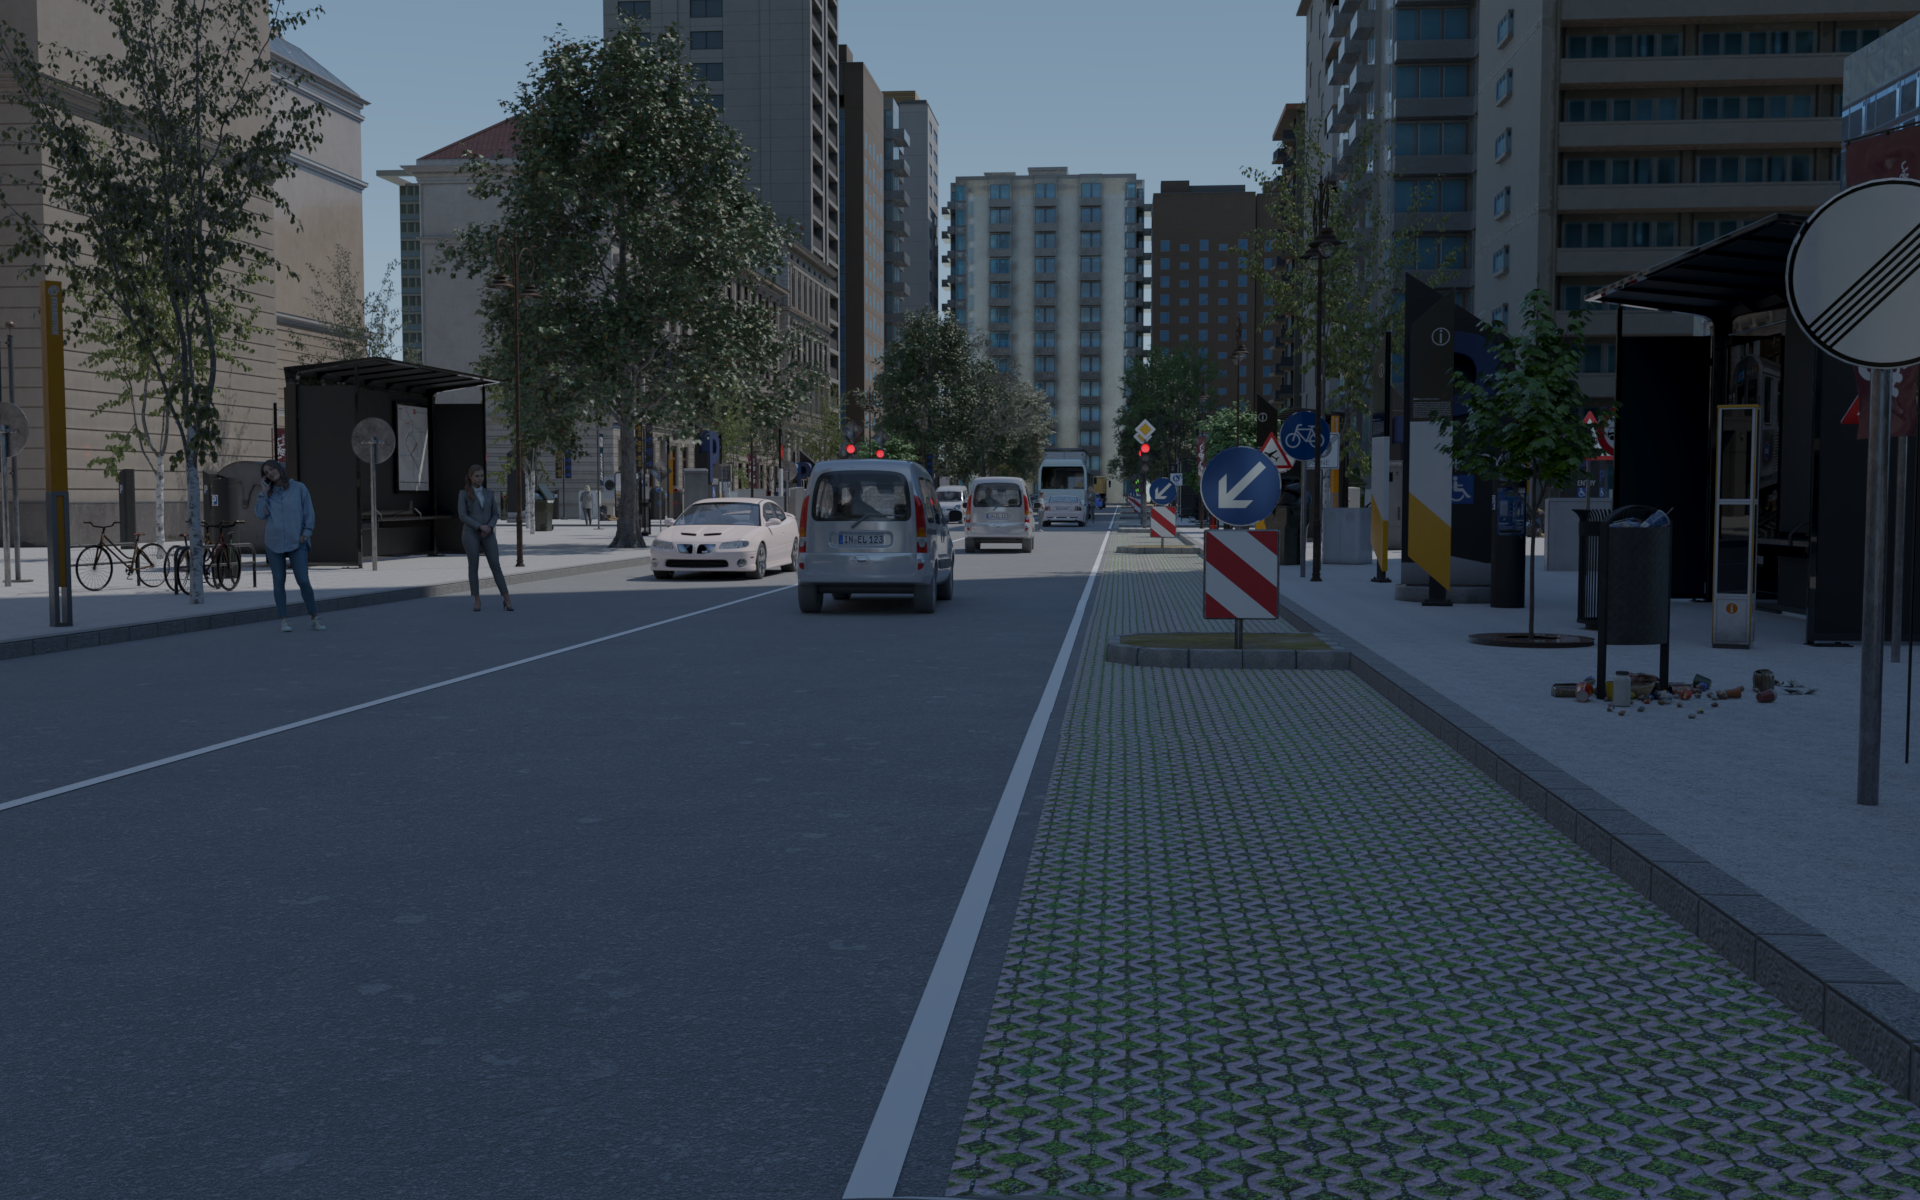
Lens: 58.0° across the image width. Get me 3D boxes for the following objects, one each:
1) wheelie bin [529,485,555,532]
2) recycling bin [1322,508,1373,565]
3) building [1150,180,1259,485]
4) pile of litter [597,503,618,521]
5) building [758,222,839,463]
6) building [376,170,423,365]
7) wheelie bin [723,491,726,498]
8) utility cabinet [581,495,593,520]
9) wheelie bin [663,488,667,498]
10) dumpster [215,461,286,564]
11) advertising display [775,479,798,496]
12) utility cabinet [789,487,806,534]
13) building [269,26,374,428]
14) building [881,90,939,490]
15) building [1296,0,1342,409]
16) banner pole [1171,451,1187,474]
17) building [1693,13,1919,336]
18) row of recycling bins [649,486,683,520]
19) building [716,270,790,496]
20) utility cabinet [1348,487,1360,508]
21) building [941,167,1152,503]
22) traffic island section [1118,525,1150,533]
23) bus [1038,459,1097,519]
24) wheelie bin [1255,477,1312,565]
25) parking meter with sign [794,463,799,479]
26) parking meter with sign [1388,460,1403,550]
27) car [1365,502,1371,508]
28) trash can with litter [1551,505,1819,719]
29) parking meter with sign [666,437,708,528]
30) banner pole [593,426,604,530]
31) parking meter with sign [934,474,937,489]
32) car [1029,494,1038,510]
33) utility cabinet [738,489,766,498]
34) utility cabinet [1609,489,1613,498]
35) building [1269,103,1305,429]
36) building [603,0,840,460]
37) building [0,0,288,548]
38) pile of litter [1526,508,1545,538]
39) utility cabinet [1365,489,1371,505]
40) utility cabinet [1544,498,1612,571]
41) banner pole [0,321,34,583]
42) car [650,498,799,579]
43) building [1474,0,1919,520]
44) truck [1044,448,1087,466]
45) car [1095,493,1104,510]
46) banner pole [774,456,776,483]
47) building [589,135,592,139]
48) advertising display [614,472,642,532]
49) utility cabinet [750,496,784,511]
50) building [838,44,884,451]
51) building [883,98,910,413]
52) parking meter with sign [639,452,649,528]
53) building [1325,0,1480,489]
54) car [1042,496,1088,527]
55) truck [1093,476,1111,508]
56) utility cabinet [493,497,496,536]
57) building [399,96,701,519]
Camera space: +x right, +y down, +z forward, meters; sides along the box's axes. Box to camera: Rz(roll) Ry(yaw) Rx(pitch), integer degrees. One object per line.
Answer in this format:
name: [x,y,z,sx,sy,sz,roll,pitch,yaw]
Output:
wheelie bin: [-14.398,-3.160,59.571,0.693,1.594,0.980,1,4,11]
recycling bin: [7.115,-1.176,31.786,0.722,1.027,0.722,2,4,34]
building: [34.720,-36.667,249.620,14.200,45.320,14.600,0,4,5]
pile of litter: [-16.787,-4.202,82.666,1.176,0.858,1.719,0,4,6]
building: [-16.783,-18.978,139.175,11.050,23.489,19.941,0,4,5]
building: [-49.035,-31.053,199.600,23.993,40.220,32.217,0,4,5]
wheelie bin: [-11.902,-4.733,85.297,0.693,1.594,0.980,-1,4,-18]
utility cabinet: [-18.425,-4.543,85.440,0.306,1.237,1.020,-2,4,-29]
wheelie bin: [-15.916,-5.118,91.595,0.980,1.594,0.693,-1,4,-18]
dumpster: [-12.323,-1.541,30.954,1.264,1.857,1.865,0,4,5]
advertising display: [-7.465,-4.240,74.542,0.974,1.923,0.123,-1,4,-9]
utility cabinet: [-5.236,-2.855,55.362,0.318,1.500,1.173,-1,4,-15]
building: [-45.563,-19.061,97.558,20.117,28.700,13.634,0,4,5]
building: [-17.482,-43.730,256.987,28.212,58.520,21.231,0,4,5]
building: [47.089,-35.039,162.119,28.713,52.752,27.495,0,4,5]
banner pole: [12.818,-6.746,100.309,0.863,3.779,0.401,0,4,2]
building: [30.575,-43.913,30.652,22.319,86.520,31.000,0,4,5]
row of recycling bins: [-14.677,-4.848,86.380,3.534,1.692,1.069,-2,4,-26]
building: [-18.740,-15.609,119.829,10.561,19.102,19.286,0,4,5]
utility cabinet: [12.063,-2.800,54.453,1.173,1.500,0.318,-2,4,-35]
building: [12.914,-38.931,256.125,30.456,49.044,23.786,0,4,5]
traffic island section: [6.927,-2.599,64.772,2.009,0.180,2.903,0,4,5]
bus: [6.112,-6.309,98.011,2.948,3.499,13.247,0,4,6]
wheelie bin: [5.942,-1.433,31.339,0.980,1.594,0.693,-3,4,-37]
parking meter with sign: [-9.483,-6.193,97.519,0.543,3.016,1.738,-1,4,-16]
parking meter with sign: [9.940,-2.654,39.653,1.738,3.016,0.543,3,5,42]
car: [16.489,-3.347,67.298,3.894,1.354,1.945,0,4,5]
trash can with litter: [4.638,0.009,10.917,2.233,1.210,1.678,-1,4,-21]
parking meter with sign: [-7.829,-3.373,51.414,1.738,3.016,0.543,-1,4,-12]
banner pole: [-13.059,-4.456,62.873,0.401,3.779,0.863,0,4,7]
parking meter with sign: [-1.235,-8.890,141.610,1.738,3.016,0.543,-1,4,-18]
car: [6.254,-7.867,140.422,2.131,1.459,4.920,0,4,4]
utility cabinet: [-8.943,-4.018,74.378,1.173,1.500,0.318,-1,4,-17]
utility cabinet: [30.934,-4.461,81.622,0.318,1.500,1.173,3,5,39]
building: [45.948,-32.833,191.437,22.147,44.769,28.867,0,4,5]
building: [-19.828,-44.126,159.712,20.563,71.187,20.611,0,4,5]
building: [-33.222,-15.310,47.575,25.104,27.353,12.463,0,4,5]
pile of litter: [17.475,-2.291,51.424,1.719,0.858,1.176,-2,4,-34]
utility cabinet: [19.018,-4.411,80.792,0.318,1.500,1.173,-1,4,-17]
utility cabinet: [10.289,-1.082,28.858,1.020,1.237,0.306,0,4,7]
banner pole: [-13.820,-2.135,24.920,0.401,3.779,0.863,2,4,24]
car: [-4.078,-1.122,30.703,2.083,1.381,4.827,0,4,6]
building: [39.384,-28.685,92.699,21.600,48.544,21.300,0,4,5]
truck: [6.872,-7.477,111.158,2.839,4.237,11.283,0,4,5]
car: [12.296,-9.195,159.921,1.945,1.707,3.694,0,4,5]
banner pole: [-12.108,-7.541,113.313,0.401,3.779,0.863,0,4,-4]
building: [-45.492,-43.943,260.462,28.212,58.520,21.231,0,4,5]
advertising display: [-9.650,-2.764,50.401,0.974,1.923,0.123,2,4,32]
utility cabinet: [-5.990,-2.608,53.803,1.020,1.237,0.306,-1,4,-21]
building: [-15.621,-32.260,177.558,14.600,45.320,14.200,0,4,5]
building: [-21.488,-35.528,200.484,30.456,49.044,23.786,0,4,5]
parking meter with sign: [-12.197,-4.281,66.256,0.543,3.016,1.738,0,4,3]
building: [37.469,-30.569,119.416,23.786,49.044,30.456,0,4,5]
car: [4.649,-3.962,77.145,2.083,1.381,4.827,0,4,5]
truck: [14.222,-11.488,183.754,3.469,3.379,9.791,0,4,6]
utility cabinet: [-13.972,-2.468,51.517,0.306,1.237,1.020,-1,4,-18]
building: [-21.982,-16.084,99.134,11.583,22.565,21.152,0,4,5]
